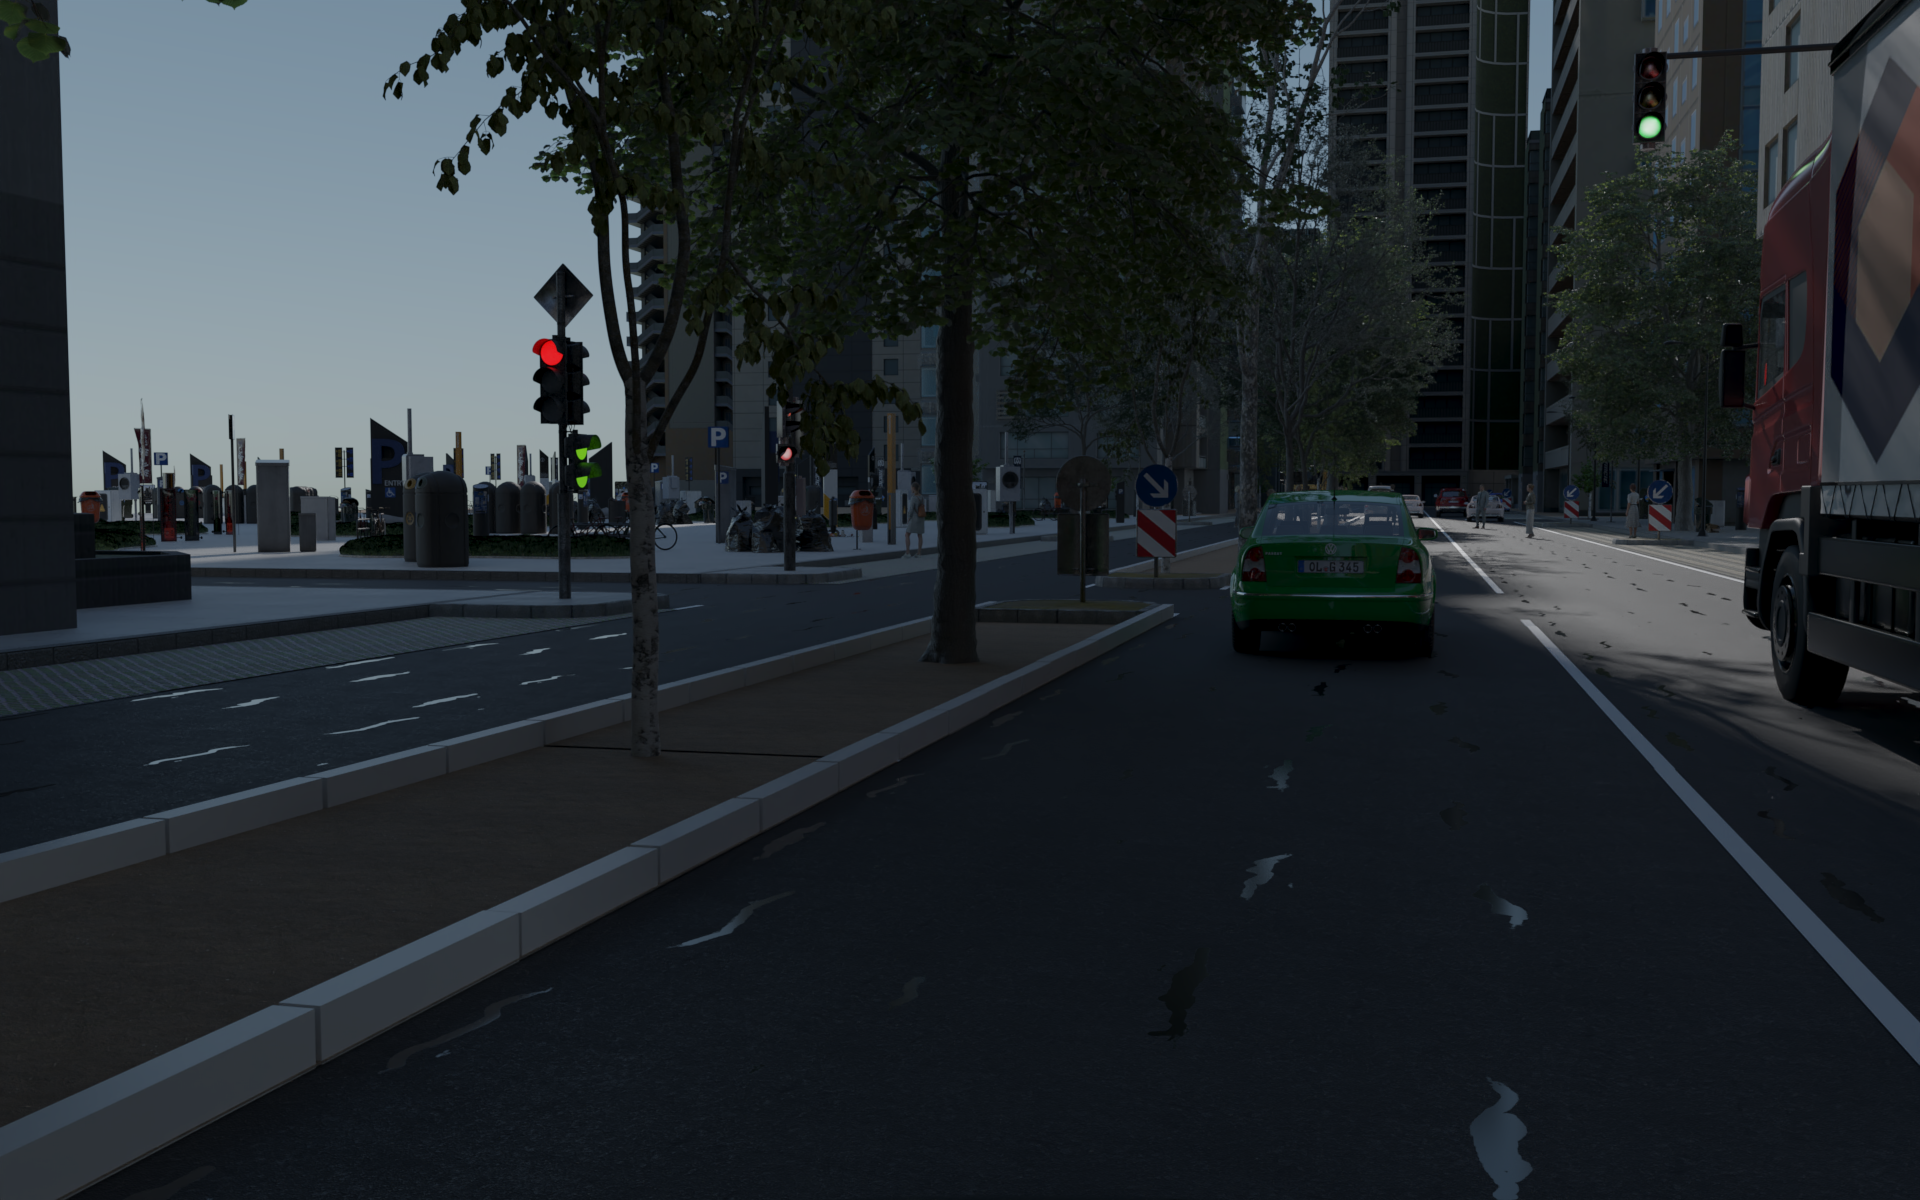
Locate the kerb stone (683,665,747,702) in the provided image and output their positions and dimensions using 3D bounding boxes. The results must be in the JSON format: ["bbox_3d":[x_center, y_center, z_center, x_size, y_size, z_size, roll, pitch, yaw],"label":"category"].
[{"bbox_3d":[-1.775,0.607,12.319,0.120,0.150,1.000,1,4,14],"label":"kerb stone"}]

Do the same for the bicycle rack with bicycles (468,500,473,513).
[{"bbox_3d":[-29.876,-5.473,102.862,2.852,0.926,2.925,2,4,30],"label":"bicycle rack with bicycles"}]

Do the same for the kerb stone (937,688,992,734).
[{"bbox_3d":[0.006,0.697,10.792,0.120,0.150,1.000,1,4,14],"label":"kerb stone"}]

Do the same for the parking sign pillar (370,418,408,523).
[{"bbox_3d":[-20.101,-4.442,61.095,1.447,3.967,1.447,-1,4,-14],"label":"parking sign pillar"}]

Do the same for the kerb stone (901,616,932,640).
[{"bbox_3d":[-0.489,0.300,17.285,0.120,0.150,1.000,1,4,14],"label":"kerb stone"}]

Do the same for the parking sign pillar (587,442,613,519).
[{"bbox_3d":[-18.541,-6.154,89.097,1.447,3.967,1.447,-3,5,-39],"label":"parking sign pillar"}]

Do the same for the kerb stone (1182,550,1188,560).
[{"bbox_3d":[4.779,-0.945,37.651,0.120,0.150,1.000,1,4,14],"label":"kerb stone"}]

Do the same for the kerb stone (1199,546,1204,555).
[{"bbox_3d":[5.545,-1.126,40.621,0.120,0.150,1.000,1,4,14],"label":"kerb stone"}]

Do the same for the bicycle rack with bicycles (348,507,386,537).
[{"bbox_3d":[-15.386,-2.055,46.984,2.852,0.926,2.925,0,4,-3],"label":"bicycle rack with bicycles"}]

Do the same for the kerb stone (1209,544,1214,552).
[{"bbox_3d":[6.063,-1.249,42.612,0.120,0.150,1.000,1,4,14],"label":"kerb stone"}]

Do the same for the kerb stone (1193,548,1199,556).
[{"bbox_3d":[5.289,-1.066,39.631,0.120,0.150,1.000,1,4,14],"label":"kerb stone"}]

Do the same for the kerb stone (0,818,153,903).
[{"bbox_3d":[-3.316,0.969,6.360,0.120,0.150,1.000,1,4,14],"label":"kerb stone"}]

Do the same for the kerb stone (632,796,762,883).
[{"bbox_3d":[-1.028,0.943,6.828,0.120,0.150,1.000,1,4,14],"label":"kerb stone"}]

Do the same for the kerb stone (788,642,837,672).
[{"bbox_3d":[-1.257,0.483,14.302,0.120,0.150,1.000,1,4,14],"label":"kerb stone"}]

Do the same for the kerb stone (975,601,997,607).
[{"bbox_3d":[0.285,0.122,20.262,0.120,0.150,1.000,1,4,14],"label":"kerb stone"}]

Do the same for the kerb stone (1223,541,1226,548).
[{"bbox_3d":[6.834,-1.431,45.591,0.120,0.150,1.000,1,4,14],"label":"kerb stone"}]

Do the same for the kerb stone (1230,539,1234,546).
[{"bbox_3d":[7.346,-1.552,47.578,0.120,0.150,1.000,1,4,14],"label":"kerb stone"}]

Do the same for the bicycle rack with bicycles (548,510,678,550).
[{"bbox_3d":[-7.877,-1.582,39.240,2.925,0.926,2.852,-1,4,-14],"label":"bicycle rack with bicycles"}]

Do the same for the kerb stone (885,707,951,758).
[{"bbox_3d":[-0.254,0.758,9.803,0.120,0.150,1.000,1,4,14],"label":"kerb stone"}]

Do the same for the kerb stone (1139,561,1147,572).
[{"bbox_3d":[3.243,-0.580,31.684,0.120,0.150,1.000,1,4,14],"label":"kerb stone"}]

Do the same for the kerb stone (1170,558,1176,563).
[{"bbox_3d":[4.268,-0.822,35.661,0.120,0.150,1.000,1,4,14],"label":"kerb stone"}]

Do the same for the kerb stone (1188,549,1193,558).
[{"bbox_3d":[5.024,-1.006,38.643,0.120,0.150,1.000,1,4,14],"label":"kerb stone"}]

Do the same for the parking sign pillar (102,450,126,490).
[{"bbox_3d":[-52.004,-7.227,106.629,1.447,3.967,1.447,-2,4,-33],"label":"parking sign pillar"}]

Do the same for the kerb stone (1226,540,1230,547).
[{"bbox_3d":[7.091,-1.492,46.583,0.120,0.150,1.000,1,4,14],"label":"kerb stone"}]

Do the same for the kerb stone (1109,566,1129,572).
[{"bbox_3d":[2.724,-0.459,29.705,0.120,0.150,1.000,1,4,14],"label":"kerb stone"}]

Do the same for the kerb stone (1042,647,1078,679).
[{"bbox_3d":[0.766,0.516,13.766,0.120,0.150,1.000,1,4,14],"label":"kerb stone"}]

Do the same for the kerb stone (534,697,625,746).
[{"bbox_3d":[-2.286,0.726,10.327,0.120,0.150,1.000,1,4,14],"label":"kerb stone"}]

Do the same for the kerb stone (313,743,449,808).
[{"bbox_3d":[-2.799,0.849,8.344,0.120,0.150,1.000,1,4,14],"label":"kerb stone"}]

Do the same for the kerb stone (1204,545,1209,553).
[{"bbox_3d":[5.809,-1.188,41.617,0.120,0.150,1.000,1,4,14],"label":"kerb stone"}]

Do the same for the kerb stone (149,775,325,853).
[{"bbox_3d":[-3.061,0.908,7.351,0.120,0.150,1.000,1,4,14],"label":"kerb stone"}]

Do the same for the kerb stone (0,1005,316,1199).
[{"bbox_3d":[-1.791,1.122,3.852,0.120,0.150,1.000,1,4,14],"label":"kerb stone"}]

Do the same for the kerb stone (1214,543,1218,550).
[{"bbox_3d":[6.318,-1.310,43.612,0.120,0.150,1.000,1,4,14],"label":"kerb stone"}]

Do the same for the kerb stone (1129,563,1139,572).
[{"bbox_3d":[2.987,-0.518,30.693,0.120,0.150,1.000,1,4,14],"label":"kerb stone"}]

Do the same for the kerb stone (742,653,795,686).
[{"bbox_3d":[-1.514,0.546,13.307,0.120,0.150,1.000,1,4,14],"label":"kerb stone"}]

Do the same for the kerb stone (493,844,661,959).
[{"bbox_3d":[-1.282,1.006,5.832,0.120,0.150,1.000,1,4,14],"label":"kerb stone"}]

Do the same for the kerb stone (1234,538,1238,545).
[{"bbox_3d":[7.604,-1.613,48.568,0.120,0.150,1.000,1,4,14],"label":"kerb stone"}]

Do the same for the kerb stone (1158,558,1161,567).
[{"bbox_3d":[3.750,-0.702,33.675,0.120,0.150,1.000,1,4,14],"label":"kerb stone"}]

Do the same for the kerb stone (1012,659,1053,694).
[{"bbox_3d":[0.511,0.580,12.776,0.120,0.150,1.000,1,4,14],"label":"kerb stone"}]

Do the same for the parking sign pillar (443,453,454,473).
[{"bbox_3d":[-33.297,-7.646,113.489,1.447,3.967,1.447,2,4,35],"label":"parking sign pillar"}]

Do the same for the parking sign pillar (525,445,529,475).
[{"bbox_3d":[-23.932,-6.518,95.039,1.447,3.967,1.447,-1,4,-18],"label":"parking sign pillar"}]

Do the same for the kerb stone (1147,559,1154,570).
[{"bbox_3d":[3.496,-0.642,32.684,0.120,0.150,1.000,1,4,14],"label":"kerb stone"}]

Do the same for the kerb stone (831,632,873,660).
[{"bbox_3d":[-1.001,0.422,15.298,0.120,0.150,1.000,1,4,14],"label":"kerb stone"}]

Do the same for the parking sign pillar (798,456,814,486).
[{"bbox_3d":[-9.443,-7.276,107.430,1.447,3.967,1.447,-1,4,-10],"label":"parking sign pillar"}]

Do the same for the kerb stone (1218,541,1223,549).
[{"bbox_3d":[6.584,-1.370,44.599,0.120,0.150,1.000,1,4,14],"label":"kerb stone"}]

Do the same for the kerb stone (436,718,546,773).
[{"bbox_3d":[-2.541,0.788,9.334,0.120,0.150,1.000,1,4,14],"label":"kerb stone"}]

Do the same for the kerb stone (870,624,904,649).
[{"bbox_3d":[-0.747,0.361,16.296,0.120,0.150,1.000,1,4,14],"label":"kerb stone"}]

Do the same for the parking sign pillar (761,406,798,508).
[{"bbox_3d":[-5.921,-4.001,53.888,1.447,3.967,1.447,-1,4,-11],"label":"parking sign pillar"}]

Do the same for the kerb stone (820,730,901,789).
[{"bbox_3d":[-0.511,0.819,8.814,0.120,0.150,1.000,1,4,14],"label":"kerb stone"}]

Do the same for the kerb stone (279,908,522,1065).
[{"bbox_3d":[-1.535,1.061,4.841,0.120,0.150,1.000,1,4,14],"label":"kerb stone"}]

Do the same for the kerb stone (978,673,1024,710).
[{"bbox_3d":[0.254,0.638,11.784,0.120,0.150,1.000,1,4,14],"label":"kerb stone"}]

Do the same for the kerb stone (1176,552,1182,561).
[{"bbox_3d":[4.526,-0.885,36.660,0.120,0.150,1.000,1,4,14],"label":"kerb stone"}]

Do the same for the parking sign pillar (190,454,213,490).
[{"bbox_3d":[-50.324,-7.733,114.912,1.447,3.967,1.447,-3,4,-38],"label":"parking sign pillar"}]

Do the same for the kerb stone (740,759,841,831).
[{"bbox_3d":[-0.767,0.882,7.819,0.120,0.150,1.000,1,4,14],"label":"kerb stone"}]

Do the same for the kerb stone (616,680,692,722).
[{"bbox_3d":[-2.027,0.665,11.317,0.120,0.150,1.000,1,4,14],"label":"kerb stone"}]
